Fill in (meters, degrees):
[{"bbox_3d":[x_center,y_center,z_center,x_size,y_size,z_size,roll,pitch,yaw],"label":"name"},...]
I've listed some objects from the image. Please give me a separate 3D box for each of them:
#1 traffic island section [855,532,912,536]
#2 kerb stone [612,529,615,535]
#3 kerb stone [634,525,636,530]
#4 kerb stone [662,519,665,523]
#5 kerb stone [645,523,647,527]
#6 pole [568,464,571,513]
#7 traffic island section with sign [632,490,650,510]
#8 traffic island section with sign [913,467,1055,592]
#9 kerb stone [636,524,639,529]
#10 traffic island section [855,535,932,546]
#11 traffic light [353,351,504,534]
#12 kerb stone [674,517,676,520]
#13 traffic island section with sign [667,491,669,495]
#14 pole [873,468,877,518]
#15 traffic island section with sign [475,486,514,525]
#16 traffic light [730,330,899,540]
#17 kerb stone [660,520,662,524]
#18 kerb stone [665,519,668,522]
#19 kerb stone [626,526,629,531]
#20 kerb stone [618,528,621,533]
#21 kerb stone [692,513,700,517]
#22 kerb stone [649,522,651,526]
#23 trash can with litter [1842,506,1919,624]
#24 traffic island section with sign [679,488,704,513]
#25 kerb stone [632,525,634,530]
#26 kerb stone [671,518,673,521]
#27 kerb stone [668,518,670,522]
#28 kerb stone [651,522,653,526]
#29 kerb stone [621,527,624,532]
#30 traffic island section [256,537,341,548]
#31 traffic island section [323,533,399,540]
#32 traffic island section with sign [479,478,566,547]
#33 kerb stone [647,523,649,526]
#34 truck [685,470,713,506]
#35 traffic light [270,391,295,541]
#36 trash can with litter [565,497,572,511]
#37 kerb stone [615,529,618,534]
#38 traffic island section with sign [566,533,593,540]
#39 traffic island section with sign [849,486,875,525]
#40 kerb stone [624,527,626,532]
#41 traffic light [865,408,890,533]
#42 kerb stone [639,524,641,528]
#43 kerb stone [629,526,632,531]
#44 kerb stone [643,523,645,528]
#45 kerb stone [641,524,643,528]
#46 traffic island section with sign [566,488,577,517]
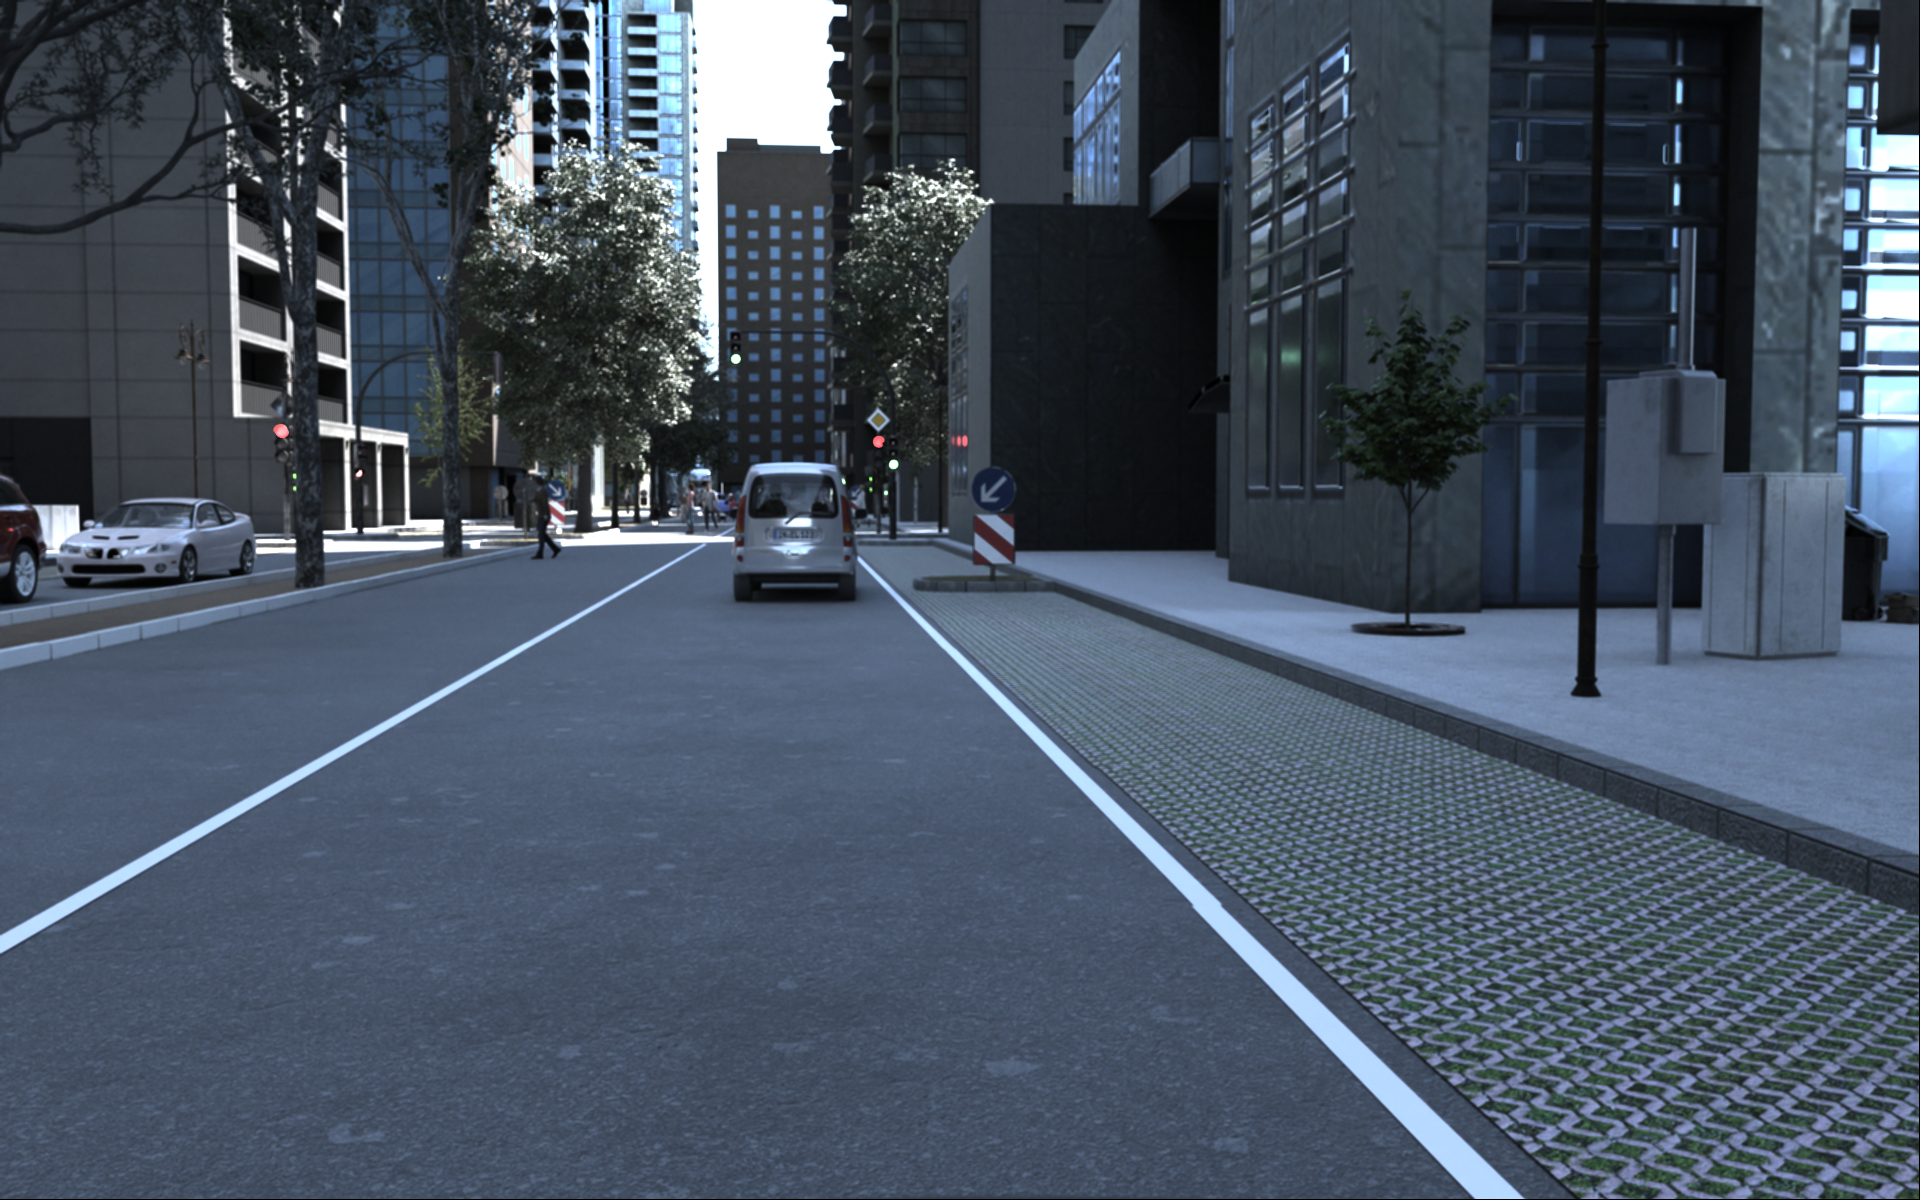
[{"bbox_3d":[-2.639,-2.105,56.703,2.009,0.180,2.903,0,4,-5],"label":"traffic island section"},{"bbox_3d":[-12.328,-2.370,60.937,0.120,0.150,1.000,0,4,-5],"label":"kerb stone"},{"bbox_3d":[-13.125,-2.870,69.118,0.120,0.150,1.000,0,4,-5],"label":"kerb stone"},{"bbox_3d":[-14.602,-3.808,84.451,0.120,0.150,1.000,0,4,-5],"label":"kerb stone"},{"bbox_3d":[-13.614,-3.183,74.238,0.120,0.150,1.000,0,4,-5],"label":"kerb stone"},{"bbox_3d":[-26.797,-7.646,118.853,0.158,3.312,0.155,0,3,0],"label":"pole"},{"bbox_3d":[-28.518,-9.042,156.459,1.989,1.847,2.006,0,4,-5],"label":"traffic island section with sign"},{"bbox_3d":[0.310,-1.065,26.045,1.989,1.847,2.006,0,4,-5],"label":"traffic island section with sign"},{"bbox_3d":[-13.219,-2.932,70.136,0.120,0.150,1.000,0,4,-5],"label":"kerb stone"},{"bbox_3d":[-1.874,-1.619,48.755,2.009,0.180,2.903,0,4,-5],"label":"traffic island section"},{"bbox_3d":[-16.990,-4.928,55.234,4.771,5.953,1.251,0,4,-5],"label":"traffic light"},{"bbox_3d":[-15.275,-4.241,91.616,0.120,0.150,1.000,0,4,-5],"label":"kerb stone"},{"bbox_3d":[-31.109,-10.683,183.290,1.989,1.847,2.006,0,4,-5],"label":"traffic island section with sign"},{"bbox_3d":[-4.498,-6.002,91.977,0.158,3.312,0.155,0,3,0],"label":"pole"},{"bbox_3d":[-21.154,-4.351,79.770,1.989,1.847,2.006,0,4,-5],"label":"traffic island section with sign"},{"bbox_3d":[-3.989,-4.503,48.296,4.771,5.953,1.251,0,4,-5],"label":"traffic light"},{"bbox_3d":[-14.400,-3.683,82.407,0.120,0.150,1.000,0,4,-5],"label":"kerb stone"},{"bbox_3d":[-14.790,-3.930,86.498,0.120,0.150,1.000,0,4,-5],"label":"kerb stone"},{"bbox_3d":[-12.828,-2.679,66.048,0.120,0.150,1.000,0,4,-5],"label":"kerb stone"},{"bbox_3d":[-12.529,-2.492,62.972,0.120,0.150,1.000,0,4,-5],"label":"kerb stone"},{"bbox_3d":[-17.536,-5.674,115.102,0.120,0.150,1.000,0,4,-5],"label":"kerb stone"},{"bbox_3d":[-13.816,-3.308,76.278,0.120,0.150,1.000,0,4,-5],"label":"kerb stone"},{"bbox_3d":[9.319,-0.375,17.513,0.624,1.170,1.055,-3,5,-39],"label":"trash can with litter"},{"bbox_3d":[-20.047,-7.464,130.179,2.006,1.907,1.989,0,4,-5],"label":"traffic island section with sign"},{"bbox_3d":[-13.030,-2.799,68.093,0.120,0.150,1.000,0,4,-5],"label":"kerb stone"},{"bbox_3d":[-15.081,-4.120,89.559,0.120,0.150,1.000,0,4,-5],"label":"kerb stone"},{"bbox_3d":[-14.888,-3.995,87.521,0.120,0.150,1.000,0,4,-5],"label":"kerb stone"},{"bbox_3d":[-13.903,-3.371,77.306,0.120,0.150,1.000,0,4,-5],"label":"kerb stone"},{"bbox_3d":[-12.636,-2.557,63.997,0.120,0.150,1.000,0,4,-5],"label":"kerb stone"},{"bbox_3d":[-18.340,-1.523,47.182,2.009,0.180,2.903,0,4,-5],"label":"traffic island section"},{"bbox_3d":[-19.105,-2.009,55.131,2.009,0.180,2.903,0,4,-5],"label":"traffic island section"},{"bbox_3d":[-12.147,-2.439,48.011,2.006,1.907,1.989,0,4,-5],"label":"traffic island section with sign"},{"bbox_3d":[-13.710,-3.245,75.256,0.120,0.150,1.000,0,4,-5],"label":"kerb stone"},{"bbox_3d":[-29.501,-12.692,197.264,2.967,4.110,18.799,0,4,-7],"label":"truck"},{"bbox_3d":[-18.300,-3.555,47.051,0.839,4.253,0.868,0,4,-5],"label":"traffic light"},{"bbox_3d":[-29.192,-7.144,128.198,1.055,1.170,0.624,-1,4,-17],"label":"trash can with litter"},{"bbox_3d":[-12.437,-2.432,61.954,0.120,0.150,1.000,0,4,-5],"label":"kerb stone"},{"bbox_3d":[-12.847,-2.890,55.385,2.006,1.907,1.989,0,4,-5],"label":"traffic island section with sign"},{"bbox_3d":[-5.042,-4.474,81.775,1.989,1.847,2.006,0,4,-5],"label":"traffic island section with sign"},{"bbox_3d":[-12.730,-2.616,65.023,0.120,0.150,1.000,0,4,-5],"label":"kerb stone"},{"bbox_3d":[-2.679,-4.139,56.585,0.839,4.253,0.868,0,4,-5],"label":"traffic light"},{"bbox_3d":[-13.321,-2.995,71.156,0.120,0.150,1.000,0,4,-5],"label":"kerb stone"},{"bbox_3d":[-12.926,-2.745,67.072,0.120,0.150,1.000,0,4,-5],"label":"kerb stone"},{"bbox_3d":[-13.519,-3.120,73.214,0.120,0.150,1.000,0,4,-5],"label":"kerb stone"},{"bbox_3d":[-13.420,-3.049,72.187,0.120,0.150,1.000,0,4,-5],"label":"kerb stone"},{"bbox_3d":[-23.755,-6.008,106.855,1.989,1.847,2.006,0,4,-5],"label":"traffic island section with sign"}]
